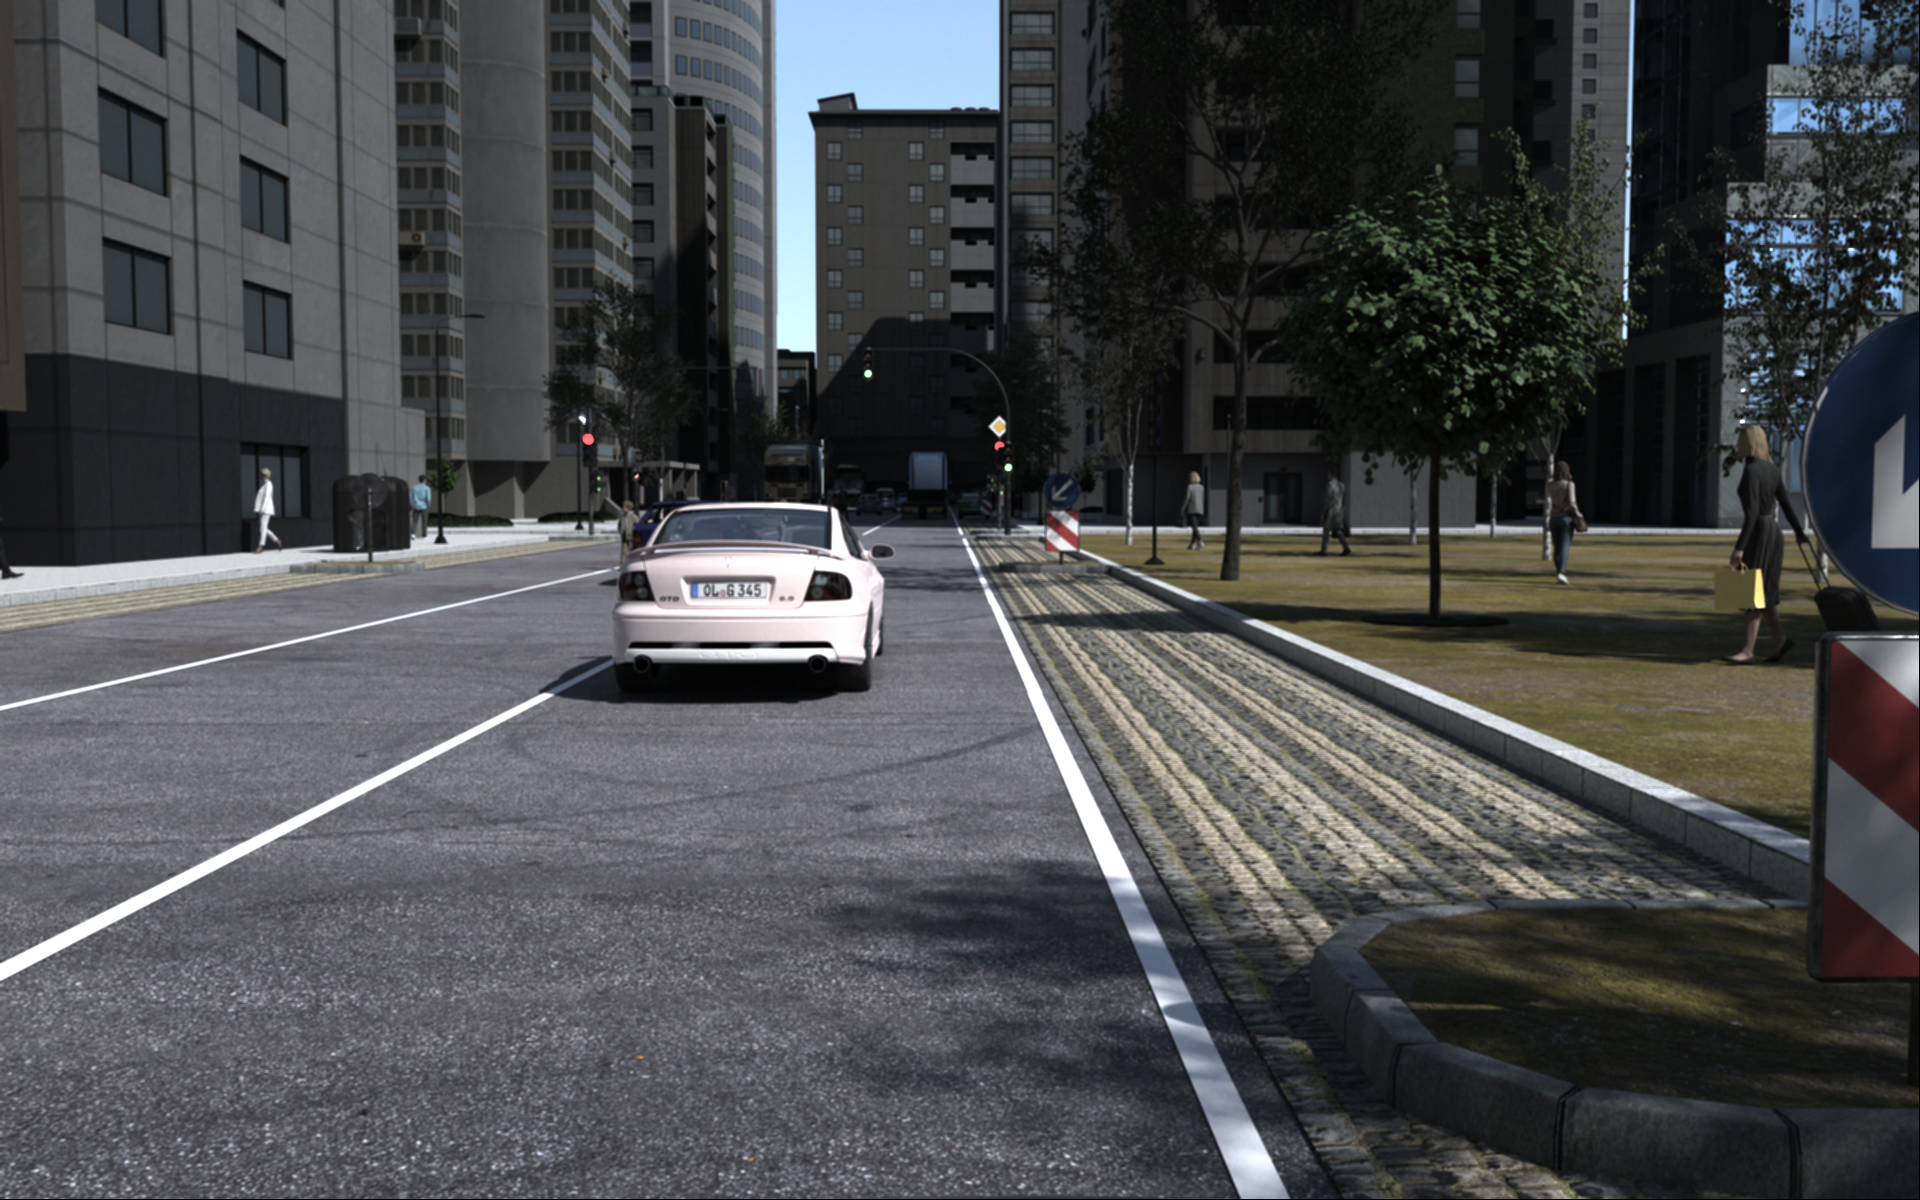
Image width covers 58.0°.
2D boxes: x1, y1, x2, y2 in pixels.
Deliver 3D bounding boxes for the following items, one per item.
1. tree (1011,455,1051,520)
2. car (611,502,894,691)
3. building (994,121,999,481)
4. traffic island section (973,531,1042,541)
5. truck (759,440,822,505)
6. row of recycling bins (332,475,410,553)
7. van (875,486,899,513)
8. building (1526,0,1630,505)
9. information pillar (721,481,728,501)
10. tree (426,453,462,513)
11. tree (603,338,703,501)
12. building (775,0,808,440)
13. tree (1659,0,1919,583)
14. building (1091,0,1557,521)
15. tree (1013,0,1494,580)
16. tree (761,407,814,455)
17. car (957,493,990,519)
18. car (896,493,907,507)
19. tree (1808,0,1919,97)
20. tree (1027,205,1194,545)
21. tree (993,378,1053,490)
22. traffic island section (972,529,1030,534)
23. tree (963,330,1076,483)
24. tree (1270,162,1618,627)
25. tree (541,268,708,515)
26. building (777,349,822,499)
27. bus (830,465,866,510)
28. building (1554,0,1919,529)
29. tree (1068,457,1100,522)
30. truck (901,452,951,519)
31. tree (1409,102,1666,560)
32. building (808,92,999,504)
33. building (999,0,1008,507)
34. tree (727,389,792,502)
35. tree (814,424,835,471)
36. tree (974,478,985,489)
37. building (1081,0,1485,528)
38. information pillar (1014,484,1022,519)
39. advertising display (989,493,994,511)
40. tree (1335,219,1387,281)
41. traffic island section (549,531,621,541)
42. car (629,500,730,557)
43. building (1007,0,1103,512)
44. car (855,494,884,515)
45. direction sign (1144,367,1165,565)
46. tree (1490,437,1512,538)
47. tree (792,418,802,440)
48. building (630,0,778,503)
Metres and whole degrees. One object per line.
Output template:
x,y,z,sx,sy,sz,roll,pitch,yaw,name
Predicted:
3.318,-5.539,85.172,1.663,3.219,1.824,0,3,0,tree
-1.583,-0.098,13.964,2.083,1.381,4.827,0,4,-1,car
11.093,-33.868,203.851,14.600,45.320,14.200,0,4,-1,building
1.506,-1.954,54.227,2.009,0.180,2.903,0,4,-1,traffic island section
-8.851,-6.315,92.161,2.839,4.237,11.283,0,4,-1,truck
-13.247,-1.962,39.190,1.069,1.692,3.534,0,4,-1,row of recycling bins
-5.618,-7.566,130.720,2.013,2.044,4.112,0,4,-1,van
62.832,-46.596,200.097,20.611,71.187,20.563,0,4,-1,building
-13.499,-5.802,99.347,0.304,2.012,0.304,1,4,19,information pillar
-24.434,-5.330,81.752,1.663,3.219,1.824,0,3,0,tree
-14.236,-7.984,80.907,4.360,8.622,3.978,0,3,0,tree
-33.249,-54.174,198.418,31.000,86.520,22.319,0,4,-1,building
12.443,-4.563,24.960,4.360,8.622,3.978,0,3,0,tree
18.684,-26.857,93.738,22.147,44.769,28.867,0,4,-1,building
4.370,-5.573,25.531,7.601,10.594,8.767,0,4,-4,tree
-14.617,-11.825,143.707,4.360,8.622,3.978,0,3,0,tree
0.812,-5.562,99.727,1.959,1.807,4.718,0,4,0,car
-6.242,-11.051,190.273,1.945,1.707,3.694,0,4,-2,car
24.671,-11.139,38.005,12.611,20.169,13.585,0,3,0,tree
4.131,-5.710,43.724,4.360,8.622,3.978,0,3,0,tree
3.857,-9.776,110.208,4.737,8.622,4.395,0,3,0,tree
1.429,-2.442,62.212,2.009,0.180,2.903,0,4,-1,traffic island section
4.096,-12.321,119.582,7.486,12.596,7.792,0,3,0,tree
4.781,-2.058,17.370,4.285,4.588,4.351,0,3,0,tree
-14.291,-8.448,72.537,8.767,10.594,7.601,3,4,36,tree
-34.217,-23.902,235.829,28.899,21.520,27.650,0,4,-1,building
-9.476,-9.598,148.472,2.896,3.916,12.252,0,4,-2,bus
43.099,-46.440,71.970,31.000,86.520,22.319,0,4,-1,building
5.852,-5.274,80.839,1.663,3.219,1.824,0,3,0,tree
-2.061,-7.079,105.502,2.967,4.110,18.799,0,3,0,truck
11.470,-5.090,33.587,4.737,8.622,4.395,0,3,0,tree
-5.721,-39.569,236.193,27.495,52.752,28.713,0,4,-1,building
14.624,-39.163,182.314,21.231,58.520,28.212,0,4,-1,building
-14.293,-10.447,121.169,4.737,8.622,4.395,0,3,0,tree
-14.699,-13.489,170.914,4.360,8.622,3.978,0,3,0,tree
2.353,-13.065,208.206,1.663,3.219,1.824,0,3,0,tree
12.565,-18.337,71.504,14.107,30.474,14.160,0,4,-1,building
3.043,-5.238,90.129,0.304,2.012,0.304,-3,5,-42,information pillar
2.471,-7.966,135.458,0.123,1.923,0.974,-1,4,-19,advertising display
11.233,-5.679,43.218,4.737,8.622,4.395,0,3,0,tree
-11.535,-1.947,54.107,2.009,0.180,2.903,0,4,-1,traffic island section
-4.288,-0.975,28.516,1.945,1.354,3.894,0,4,1,car
10.506,-27.295,129.871,14.154,41.232,14.086,0,4,-1,building
-6.192,-6.497,118.227,2.014,1.417,4.499,0,4,-2,car
3.544,-2.414,31.468,0.379,3.537,0.876,-1,4,-9,direction sign
15.959,-6.144,50.811,4.360,8.622,3.978,0,3,0,tree
-14.321,-11.201,133.500,4.737,8.622,4.395,0,3,0,tree
-27.768,-37.192,150.087,21.231,58.520,28.212,0,4,-1,building
